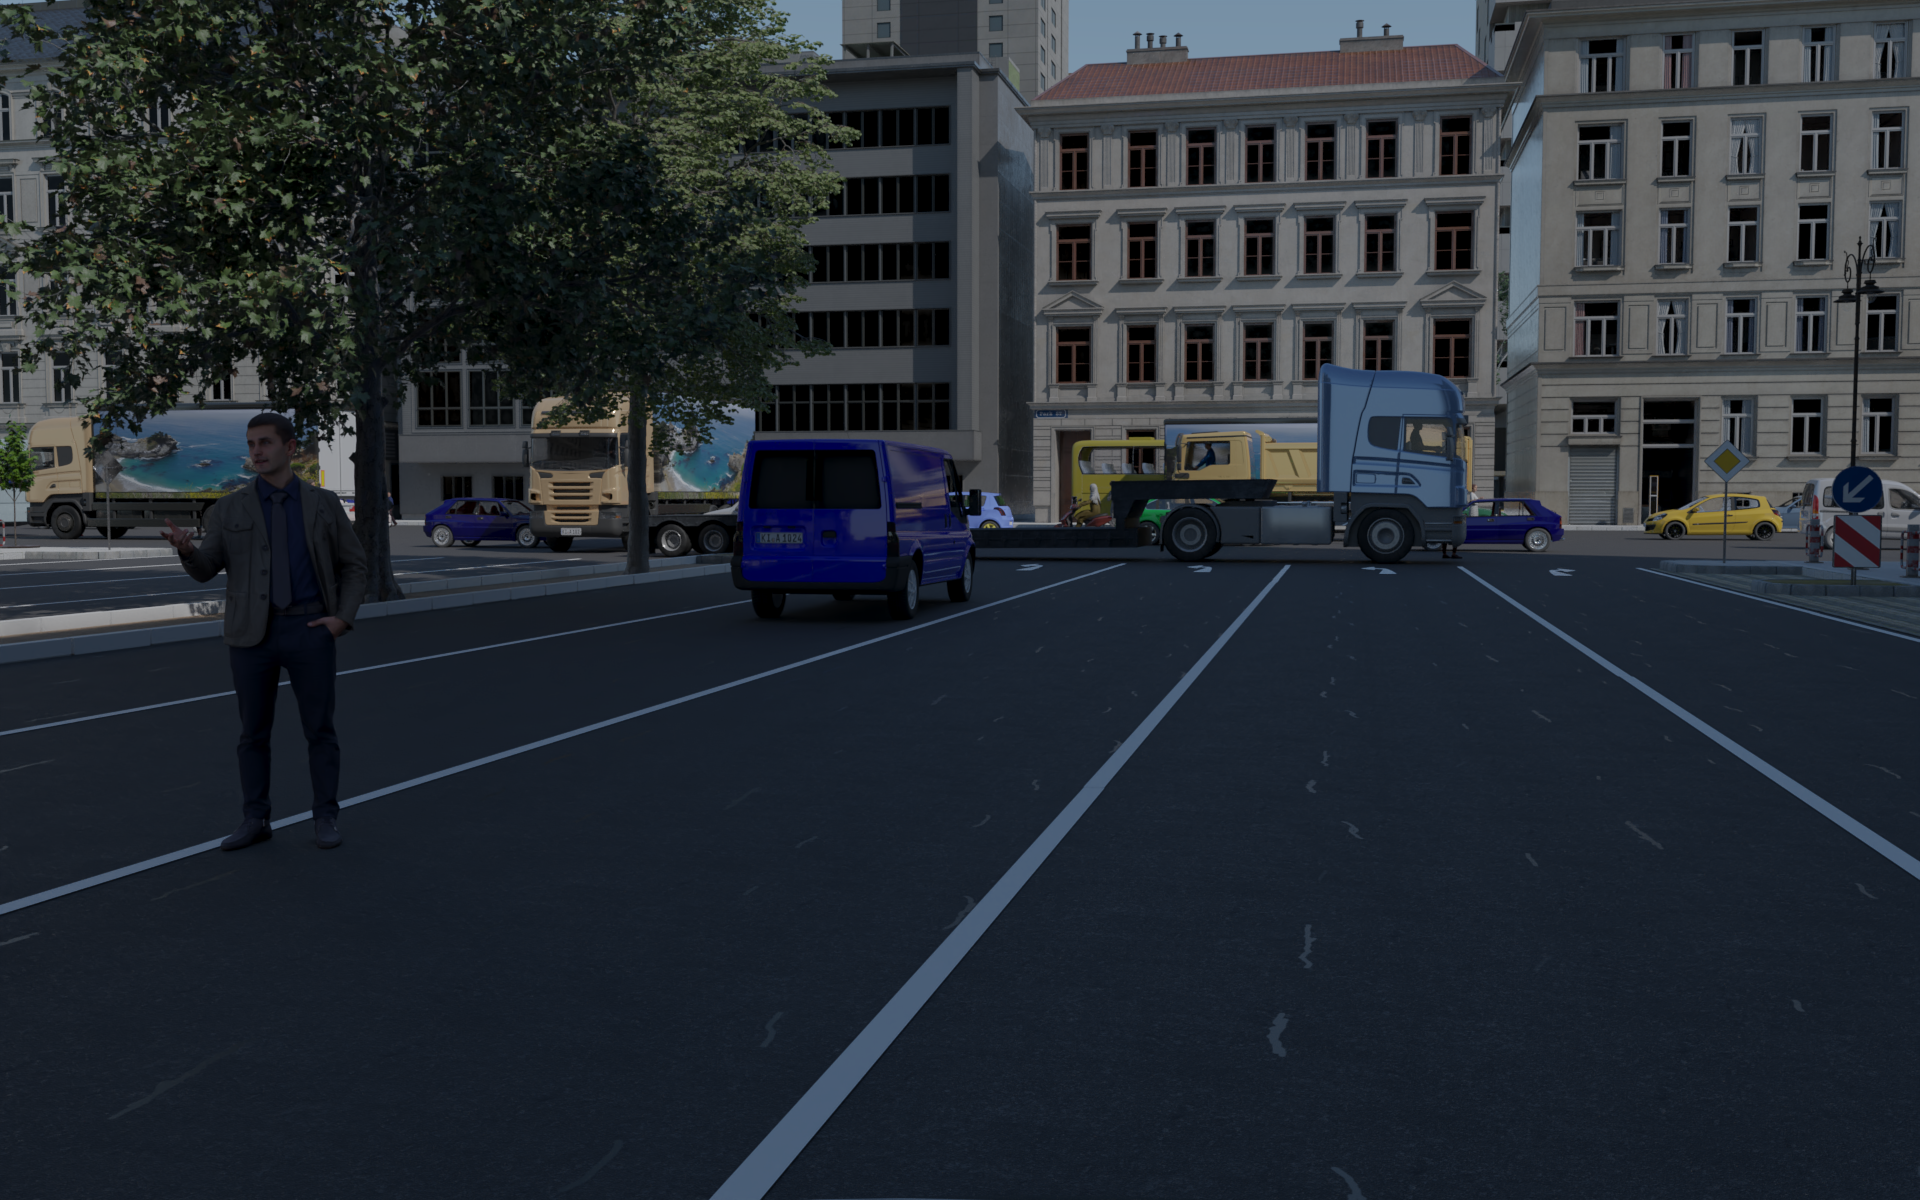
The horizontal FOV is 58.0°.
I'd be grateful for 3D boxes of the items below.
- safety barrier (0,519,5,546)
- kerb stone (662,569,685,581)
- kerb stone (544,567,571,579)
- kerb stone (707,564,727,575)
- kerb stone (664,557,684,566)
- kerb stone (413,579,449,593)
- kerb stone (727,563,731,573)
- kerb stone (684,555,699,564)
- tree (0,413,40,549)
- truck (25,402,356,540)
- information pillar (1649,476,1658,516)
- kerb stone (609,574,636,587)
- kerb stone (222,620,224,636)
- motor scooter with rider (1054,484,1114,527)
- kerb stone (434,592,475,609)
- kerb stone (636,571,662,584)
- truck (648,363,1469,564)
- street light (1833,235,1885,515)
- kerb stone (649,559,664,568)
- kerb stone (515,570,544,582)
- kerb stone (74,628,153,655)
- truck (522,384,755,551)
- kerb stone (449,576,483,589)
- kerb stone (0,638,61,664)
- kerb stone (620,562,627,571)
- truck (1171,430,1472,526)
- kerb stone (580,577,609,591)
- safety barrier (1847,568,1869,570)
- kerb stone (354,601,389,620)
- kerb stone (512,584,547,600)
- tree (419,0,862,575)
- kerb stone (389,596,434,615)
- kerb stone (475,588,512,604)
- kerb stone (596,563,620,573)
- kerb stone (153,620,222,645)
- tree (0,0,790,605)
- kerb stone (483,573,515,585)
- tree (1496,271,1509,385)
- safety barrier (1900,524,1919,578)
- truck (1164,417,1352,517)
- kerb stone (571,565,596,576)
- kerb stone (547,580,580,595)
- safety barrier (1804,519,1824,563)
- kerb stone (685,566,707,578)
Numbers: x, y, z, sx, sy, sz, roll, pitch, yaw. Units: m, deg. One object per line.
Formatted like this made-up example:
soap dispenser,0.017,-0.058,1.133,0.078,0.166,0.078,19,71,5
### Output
safety barrier,-21.500,-1.464,38.204,0.300,0.817,1.120,1,4,13
kerb stone,-4.894,-0.414,29.013,0.120,0.150,1.000,1,4,13
kerb stone,-6.946,-0.443,29.483,0.120,0.150,1.000,1,4,13
kerb stone,-4.447,-0.540,31.026,0.120,0.150,1.000,1,4,13
kerb stone,-5.804,-0.754,34.515,0.120,0.150,1.000,1,4,13
kerb stone,-7.853,-0.193,25.457,0.120,0.150,1.000,1,4,13
kerb stone,-4.217,-0.601,32.028,0.120,0.150,1.000,1,4,13
kerb stone,-5.583,-0.815,35.520,0.120,0.150,1.000,1,4,13
tree,-22.531,-2.856,41.301,1.663,3.219,1.824,0,3,0
truck,-24.594,-4.028,54.773,11.283,4.237,2.839,1,4,13
information pillar,27.801,-3.973,69.450,0.304,2.012,0.304,1,4,17
kerb stone,-5.356,-0.294,27.007,0.120,0.150,1.000,1,4,13
kerb stone,-7.388,0.259,17.953,0.120,0.150,1.000,1,4,13
motor scooter with rider,3.683,-2.575,51.073,1.986,1.779,0.876,1,4,14
kerb stone,-6.484,0.014,21.971,0.120,0.150,1.000,1,4,13
kerb stone,-5.116,-0.351,28.009,0.120,0.150,1.000,1,4,13
truck,2.084,-2.951,38.011,18.799,4.110,2.967,1,4,14
street light,16.119,-3.572,31.193,0.468,5.910,1.993,1,4,13
kerb stone,-6.032,-0.692,33.511,0.120,0.150,1.000,1,4,13
kerb stone,-7.168,-0.384,28.479,0.120,0.150,1.000,1,4,13
kerb stone,-7.841,0.383,15.934,0.120,0.150,1.000,1,4,13
truck,-8.368,-3.514,46.373,2.839,4.237,11.283,1,4,11
kerb stone,-7.624,-0.261,26.469,0.120,0.150,1.000,1,4,13
kerb stone,-8.073,0.445,14.925,0.120,0.150,1.000,1,4,13
kerb stone,-6.263,-0.630,32.505,0.120,0.150,1.000,1,4,13
truck,10.584,-3.508,53.275,9.791,3.379,3.469,1,4,14
kerb stone,-5.574,-0.233,26.000,0.120,0.150,1.000,1,4,13
safety barrier,15.232,-0.922,29.343,0.300,0.817,1.120,1,4,13
kerb stone,-6.935,0.139,19.961,0.120,0.150,1.000,1,4,13
kerb stone,-6.031,-0.109,23.983,0.120,0.150,1.000,1,4,13
tree,-5.577,-6.691,29.976,7.486,12.596,7.792,0,3,0
kerb stone,-6.712,0.076,20.965,0.120,0.150,1.000,1,4,13
kerb stone,-6.264,-0.048,22.982,0.120,0.150,1.000,1,4,13
kerb stone,-6.489,-0.565,31.497,0.120,0.150,1.000,1,4,13
kerb stone,-7.621,0.323,16.942,0.120,0.150,1.000,1,4,13
tree,-7.374,-6.242,21.527,9.611,12.733,9.660,0,3,0
kerb stone,-7.392,-0.323,27.476,0.120,0.150,1.000,1,4,13
tree,37.056,-16.725,129.347,12.611,20.169,13.585,0,3,0
safety barrier,14.591,-0.749,26.522,0.300,0.817,1.120,1,4,13
truck,13.320,-4.614,64.354,11.283,4.237,2.839,1,4,15
kerb stone,-6.724,-0.507,30.491,0.120,0.150,1.000,1,4,13
kerb stone,-5.798,-0.168,24.992,0.120,0.150,1.000,1,4,13
safety barrier,15.869,-1.094,32.167,0.300,0.817,1.120,1,4,13
kerb stone,-4.674,-0.474,30.023,0.120,0.150,1.000,1,4,13
